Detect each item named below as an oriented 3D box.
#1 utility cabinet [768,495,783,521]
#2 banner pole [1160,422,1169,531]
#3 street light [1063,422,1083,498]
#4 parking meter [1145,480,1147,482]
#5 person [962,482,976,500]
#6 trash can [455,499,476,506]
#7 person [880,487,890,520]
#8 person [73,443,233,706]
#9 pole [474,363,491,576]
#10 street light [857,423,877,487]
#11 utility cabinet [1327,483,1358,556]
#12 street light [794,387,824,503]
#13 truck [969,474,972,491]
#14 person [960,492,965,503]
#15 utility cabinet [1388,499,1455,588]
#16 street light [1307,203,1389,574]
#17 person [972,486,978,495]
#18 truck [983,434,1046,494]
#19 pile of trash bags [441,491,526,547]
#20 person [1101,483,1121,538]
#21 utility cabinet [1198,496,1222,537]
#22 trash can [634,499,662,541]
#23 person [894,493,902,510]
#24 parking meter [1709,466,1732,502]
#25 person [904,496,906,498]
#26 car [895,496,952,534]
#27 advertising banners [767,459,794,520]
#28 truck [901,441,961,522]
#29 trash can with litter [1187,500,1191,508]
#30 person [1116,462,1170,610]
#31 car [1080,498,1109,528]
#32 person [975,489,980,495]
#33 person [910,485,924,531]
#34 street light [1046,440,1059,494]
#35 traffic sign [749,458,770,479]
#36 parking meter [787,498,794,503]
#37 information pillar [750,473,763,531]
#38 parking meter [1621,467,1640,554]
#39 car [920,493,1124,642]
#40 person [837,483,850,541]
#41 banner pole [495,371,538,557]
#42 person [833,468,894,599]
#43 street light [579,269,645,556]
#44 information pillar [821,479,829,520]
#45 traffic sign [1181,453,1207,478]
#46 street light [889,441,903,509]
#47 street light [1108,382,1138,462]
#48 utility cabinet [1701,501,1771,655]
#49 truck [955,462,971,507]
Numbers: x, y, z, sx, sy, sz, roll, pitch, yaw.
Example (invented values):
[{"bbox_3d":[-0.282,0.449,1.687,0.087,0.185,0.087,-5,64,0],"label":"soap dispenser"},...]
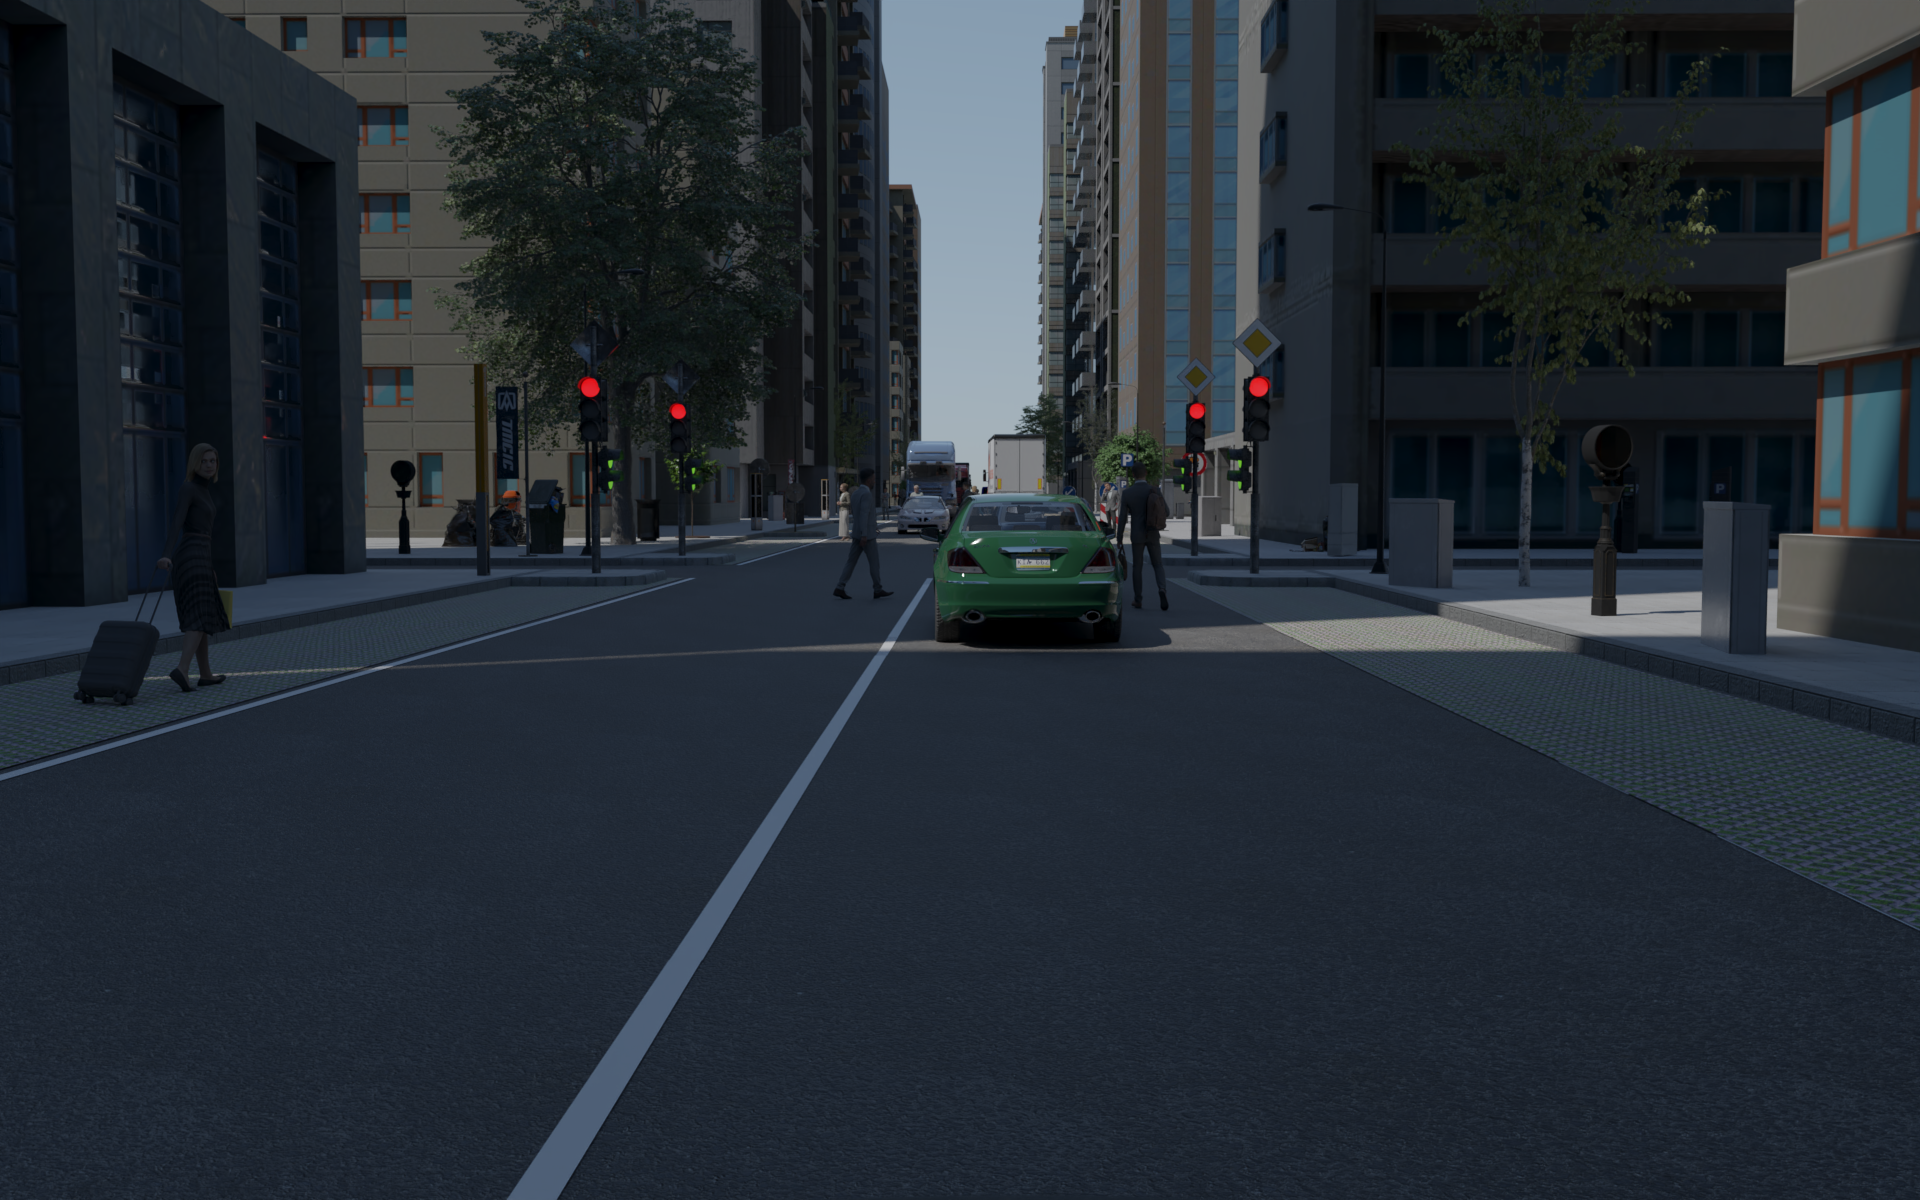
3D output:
[{"bbox_3d":[-8.863,-4.405,83.182,0.306,1.237,1.020,1,4,22],"label":"utility cabinet"},{"bbox_3d":[7.077,-4.298,60.283,0.401,3.779,0.863,0,4,4],"label":"banner pole"},{"bbox_3d":[7.306,-8.465,110.936,1.470,5.913,1.316,0,4,1],"label":"street light"},{"bbox_3d":[7.793,-4.185,74.130,0.399,1.863,0.255,2,4,35],"label":"parking meter"},{"bbox_3d":[0.277,-2.990,57.343,0.822,1.834,0.622,0,4,-1],"label":"person"},{"bbox_3d":[-13.122,-2.125,46.392,0.748,1.137,0.748,0,3,0],"label":"trash can"},{"bbox_3d":[-4.093,-5.241,94.374,0.511,1.800,0.466,1,4,11],"label":"person"},{"bbox_3d":[-5.690,-0.221,12.339,0.699,1.804,1.509,1,4,19],"label":"person"},{"bbox_3d":[-7.495,-2.038,27.161,0.158,3.312,0.155,0,3,0],"label":"pole"},{"bbox_3d":[-6.145,-8.614,113.372,1.470,5.913,1.316,0,4,1],"label":"street light"},{"bbox_3d":[7.928,-1.666,35.913,0.318,1.500,1.173,2,4,28],"label":"utility cabinet"},{"bbox_3d":[-6.605,-6.277,75.165,1.470,5.913,1.316,0,4,1],"label":"street light"},{"bbox_3d":[0.325,-15.847,248.005,2.839,4.237,11.283,0,4,0],"label":"truck"},{"bbox_3d":[0.230,-8.541,149.617,0.415,1.643,0.593,2,4,32],"label":"person"},{"bbox_3d":[6.390,-0.786,24.005,0.306,1.237,1.020,-2,4,-26],"label":"utility cabinet"},{"bbox_3d":[6.240,-3.380,27.798,1.470,5.913,1.316,0,4,1],"label":"street light"},{"bbox_3d":[0.873,-4.052,74.965,0.699,1.804,1.509,-3,4,-38],"label":"person"},{"bbox_3d":[2.690,-5.966,86.462,2.839,4.237,11.283,0,4,-1],"label":"truck"},{"bbox_3d":[-11.691,-2.067,43.541,1.912,1.369,3.447,0,4,2],"label":"pile of trash bags"},{"bbox_3d":[4.896,-2.905,56.185,0.592,1.802,0.473,3,5,41],"label":"person"},{"bbox_3d":[7.539,-2.532,52.564,0.306,1.237,1.020,3,5,44],"label":"utility cabinet"},{"bbox_3d":[-8.532,-2.186,47.399,0.748,1.137,0.748,0,3,0],"label":"trash can"},{"bbox_3d":[-4.864,-7.839,137.469,0.742,1.727,0.445,-2,4,-24],"label":"person"},{"bbox_3d":[16.081,-1.893,36.658,0.399,1.863,0.255,2,4,32],"label":"parking meter"},{"bbox_3d":[-3.968,-8.071,140.477,1.348,1.821,0.705,0,4,-4],"label":"person"},{"bbox_3d":[-1.314,-3.121,63.395,2.083,1.381,4.827,0,3,0],"label":"car"},{"bbox_3d":[-8.867,-5.488,85.910,0.090,3.025,2.074,2,4,35],"label":"advertising banners"},{"bbox_3d":[-1.479,-6.363,93.799,2.967,4.110,18.799,0,4,0],"label":"truck"},{"bbox_3d":[11.118,-4.251,80.884,0.624,1.170,1.055,3,4,36],"label":"trash can with litter"},{"bbox_3d":[2.280,-0.799,21.521,0.622,1.834,0.822,-1,4,-9],"label":"person"},{"bbox_3d":[1.163,-0.779,24.741,2.014,1.417,4.499,0,4,0],"label":"car"},{"bbox_3d":[1.027,-5.218,94.645,0.643,1.720,0.563,1,4,18],"label":"person"},{"bbox_3d":[-1.716,-3.523,66.592,0.782,1.767,0.515,0,4,1],"label":"person"},{"bbox_3d":[7.862,-10.745,148.221,1.470,5.913,1.316,0,4,1],"label":"street light"},{"bbox_3d":[-7.138,-3.761,61.606,0.768,2.556,0.104,1,4,11],"label":"traffic sign"},{"bbox_3d":[-8.030,-4.501,82.005,0.372,1.533,0.369,0,3,0],"label":"parking meter"},{"bbox_3d":[-7.154,-3.451,60.916,0.304,2.012,0.304,-3,5,-41],"label":"information pillar"},{"bbox_3d":[14.484,-1.939,37.414,0.255,1.863,0.399,3,4,36],"label":"parking meter"},{"bbox_3d":[0.637,-0.391,18.197,2.131,1.459,4.920,0,4,-1],"label":"car"},{"bbox_3d":[-3.579,-2.691,53.045,0.362,1.759,0.519,-2,4,-31],"label":"person"},{"bbox_3d":[-9.105,-2.781,35.487,0.863,3.779,0.401,0,4,3],"label":"banner pole"},{"bbox_3d":[-1.332,-0.910,23.661,0.850,1.792,0.678,-2,4,-28],"label":"person"},{"bbox_3d":[-7.196,-3.873,35.858,1.470,5.913,1.316,0,4,1],"label":"street light"},{"bbox_3d":[-6.755,-5.044,86.965,0.304,2.012,0.304,1,4,20],"label":"information pillar"},{"bbox_3d":[6.752,-3.057,50.084,0.768,2.556,0.104,0,4,2],"label":"traffic sign"},{"bbox_3d":[-5.662,-10.990,152.226,1.470,5.913,1.316,0,4,1],"label":"street light"},{"bbox_3d":[6.838,-6.088,72.082,1.470,5.913,1.316,0,4,1],"label":"street light"},{"bbox_3d":[6.411,-0.194,14.327,0.306,1.237,1.020,1,4,11],"label":"utility cabinet"},{"bbox_3d":[-0.392,-10.195,155.608,2.839,4.237,11.283,0,4,0],"label":"truck"}]
